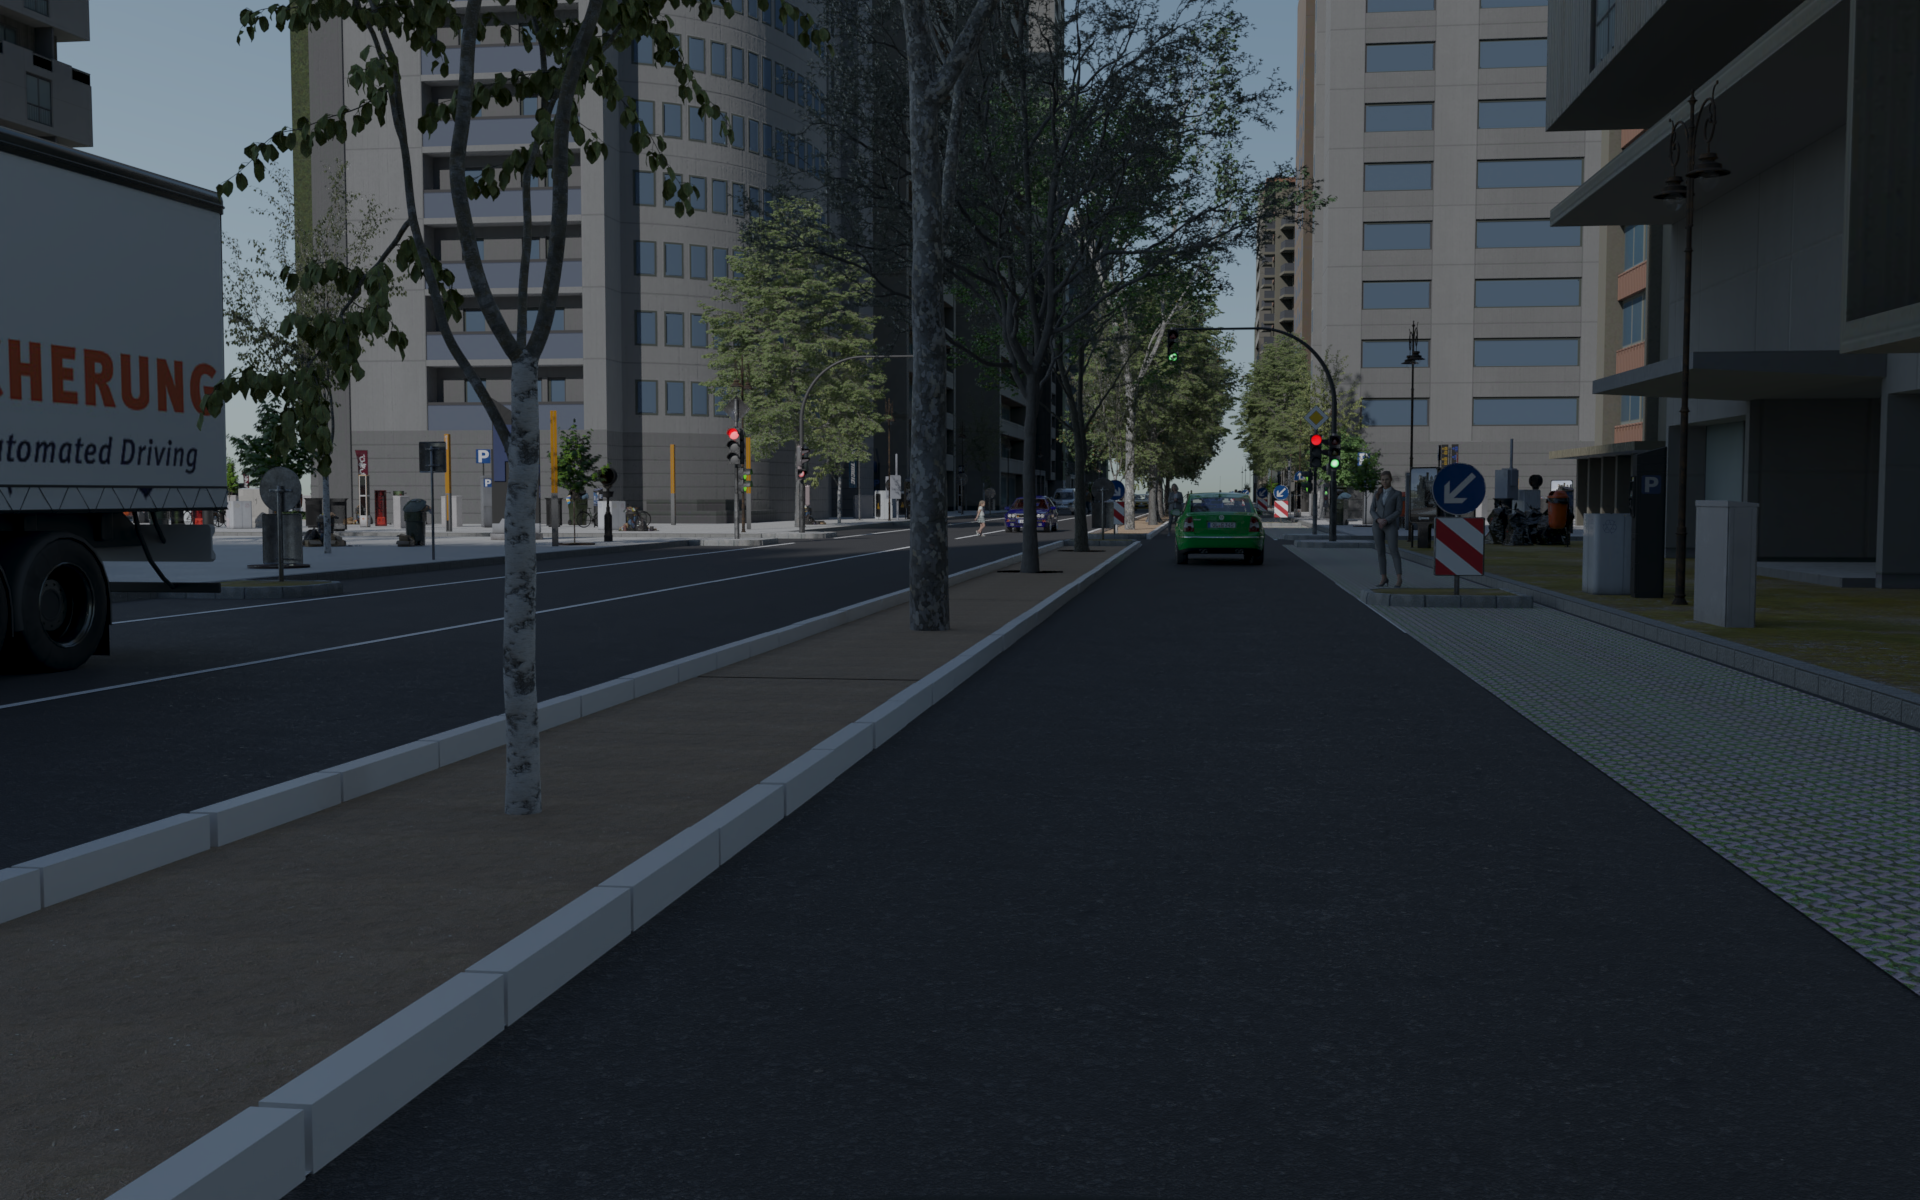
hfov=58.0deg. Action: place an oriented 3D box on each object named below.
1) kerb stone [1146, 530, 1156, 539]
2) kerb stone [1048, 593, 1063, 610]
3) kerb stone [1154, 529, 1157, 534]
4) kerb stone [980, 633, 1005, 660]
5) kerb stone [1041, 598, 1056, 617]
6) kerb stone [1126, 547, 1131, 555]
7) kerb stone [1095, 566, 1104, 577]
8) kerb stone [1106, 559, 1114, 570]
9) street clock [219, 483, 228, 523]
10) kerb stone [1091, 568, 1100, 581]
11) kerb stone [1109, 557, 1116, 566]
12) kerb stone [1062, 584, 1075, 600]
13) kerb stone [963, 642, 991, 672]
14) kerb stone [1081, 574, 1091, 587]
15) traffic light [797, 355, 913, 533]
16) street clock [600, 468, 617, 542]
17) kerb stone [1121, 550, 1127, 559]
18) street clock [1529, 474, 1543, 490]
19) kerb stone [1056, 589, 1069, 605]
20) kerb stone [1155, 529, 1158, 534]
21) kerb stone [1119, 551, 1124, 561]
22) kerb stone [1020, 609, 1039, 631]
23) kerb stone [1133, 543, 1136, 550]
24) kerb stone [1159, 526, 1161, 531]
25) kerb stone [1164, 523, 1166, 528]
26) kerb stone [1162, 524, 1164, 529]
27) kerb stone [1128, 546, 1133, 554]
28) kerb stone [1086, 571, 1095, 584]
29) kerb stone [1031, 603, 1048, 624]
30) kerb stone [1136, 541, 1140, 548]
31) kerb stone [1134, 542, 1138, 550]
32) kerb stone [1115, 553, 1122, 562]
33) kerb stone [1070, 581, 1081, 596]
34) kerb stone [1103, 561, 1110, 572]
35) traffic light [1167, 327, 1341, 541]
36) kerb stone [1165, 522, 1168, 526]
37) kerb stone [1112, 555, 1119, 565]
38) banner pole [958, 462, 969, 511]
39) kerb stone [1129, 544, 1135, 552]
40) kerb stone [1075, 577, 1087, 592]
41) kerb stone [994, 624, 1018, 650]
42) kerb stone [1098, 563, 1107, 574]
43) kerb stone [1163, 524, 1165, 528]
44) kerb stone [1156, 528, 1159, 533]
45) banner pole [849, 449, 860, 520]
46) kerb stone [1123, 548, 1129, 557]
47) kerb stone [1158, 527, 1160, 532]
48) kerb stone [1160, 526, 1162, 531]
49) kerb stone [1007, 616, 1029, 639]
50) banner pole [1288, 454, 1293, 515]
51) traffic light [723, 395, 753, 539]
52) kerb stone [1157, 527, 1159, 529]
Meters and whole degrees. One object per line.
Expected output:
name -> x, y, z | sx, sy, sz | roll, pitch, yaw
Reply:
kerb stone -> 6.326, -2.151, 57.411 | 0.120, 0.150, 1.000 | 1, 4, 8
kerb stone -> 1.134, 0.051, 21.379 | 0.120, 0.150, 1.000 | 1, 4, 8
kerb stone -> 6.477, -2.216, 58.429 | 0.120, 0.150, 1.000 | 1, 4, 8
kerb stone -> 0.257, 0.427, 15.302 | 0.120, 0.150, 1.000 | 1, 4, 8
kerb stone -> 0.994, 0.112, 20.362 | 0.120, 0.150, 1.000 | 1, 4, 8
kerb stone -> 3.773, -1.068, 39.658 | 0.120, 0.150, 1.000 | 1, 4, 8
kerb stone -> 2.311, -0.439, 29.496 | 0.120, 0.150, 1.000 | 1, 4, 8
kerb stone -> 2.750, -0.627, 32.549 | 0.120, 0.150, 1.000 | 1, 4, 8
street clock -> -32.682, -4.410, 76.666 | 0.471, 2.002, 0.358 | -3, 4, -39
kerb stone -> 2.164, -0.380, 28.482 | 0.120, 0.150, 1.000 | 1, 4, 8
kerb stone -> 2.892, -0.694, 33.565 | 0.120, 0.150, 1.000 | 1, 4, 8
kerb stone -> 1.423, -0.074, 23.412 | 0.120, 0.150, 1.000 | 1, 4, 8
kerb stone -> 0.116, 0.487, 14.285 | 0.120, 0.150, 1.000 | 1, 4, 8
kerb stone -> 1.868, -0.259, 26.454 | 0.120, 0.150, 1.000 | 1, 4, 8
traffic light -> -3.124, -5.032, 56.935 | 4.771, 5.953, 1.251 | 1, 4, 8
street clock -> -9.483, -2.574, 46.657 | 0.471, 2.002, 0.358 | 1, 4, 9
kerb stone -> 3.490, -0.944, 37.629 | 0.120, 0.150, 1.000 | 1, 4, 8
street clock -> 21.272, -3.637, 64.028 | 0.358, 2.002, 0.471 | -2, 4, -34
kerb stone -> 1.280, -0.010, 22.391 | 0.120, 0.150, 1.000 | 1, 4, 8
kerb stone -> 6.623, -2.278, 59.445 | 0.120, 0.150, 1.000 | 1, 4, 8
kerb stone -> 3.327, -0.882, 36.610 | 0.120, 0.150, 1.000 | 1, 4, 8
kerb stone -> 0.699, 0.236, 18.337 | 0.120, 0.150, 1.000 | 1, 4, 8
kerb stone -> 4.209, -1.255, 42.713 | 0.120, 0.150, 1.000 | 1, 4, 8
kerb stone -> 7.204, -2.526, 63.494 | 0.120, 0.150, 1.000 | 1, 4, 8
kerb stone -> 8.237, -2.961, 70.607 | 0.120, 0.150, 1.000 | 1, 4, 8
kerb stone -> 7.791, -2.773, 67.554 | 0.120, 0.150, 1.000 | 1, 4, 8
kerb stone -> 3.918, -1.130, 40.674 | 0.120, 0.150, 1.000 | 1, 4, 8
kerb stone -> 2.013, -0.321, 27.468 | 0.120, 0.150, 1.000 | 1, 4, 8
kerb stone -> 0.852, 0.174, 19.349 | 0.120, 0.150, 1.000 | 1, 4, 8
kerb stone -> 4.510, -1.379, 44.741 | 0.120, 0.150, 1.000 | 1, 4, 8
kerb stone -> 4.359, -1.317, 43.730 | 0.120, 0.150, 1.000 | 1, 4, 8
kerb stone -> 3.184, -0.819, 35.592 | 0.120, 0.150, 1.000 | 1, 4, 8
kerb stone -> 1.572, -0.136, 24.423 | 0.120, 0.150, 1.000 | 1, 4, 8
kerb stone -> 2.600, -0.571, 31.537 | 0.120, 0.150, 1.000 | 1, 4, 8
traffic light -> 8.015, -4.430, 47.106 | 4.771, 5.953, 1.251 | 1, 4, 8
kerb stone -> 8.532, -3.085, 72.629 | 0.120, 0.150, 1.000 | 1, 4, 8
kerb stone -> 3.036, -0.755, 34.578 | 0.120, 0.150, 1.000 | 1, 4, 8
banner pole -> 0.247, -8.700, 132.268 | 0.863, 3.779, 0.401 | 1, 4, 17
kerb stone -> 4.067, -1.192, 41.691 | 0.120, 0.150, 1.000 | 1, 4, 8
kerb stone -> 1.732, -0.196, 25.436 | 0.120, 0.150, 1.000 | 1, 4, 8
kerb stone -> 0.411, 0.360, 16.312 | 0.120, 0.150, 1.000 | 1, 4, 8
kerb stone -> 2.457, -0.506, 30.520 | 0.120, 0.150, 1.000 | 1, 4, 8
kerb stone -> 7.949, -2.836, 68.567 | 0.120, 0.150, 1.000 | 1, 4, 8
kerb stone -> 6.775, -2.340, 60.456 | 0.120, 0.150, 1.000 | 1, 4, 8
banner pole -> -5.086, -5.769, 84.348 | 0.863, 3.779, 0.401 | -3, 5, -40
kerb stone -> 3.624, -1.006, 38.647 | 0.120, 0.150, 1.000 | 1, 4, 8
kerb stone -> 7.059, -2.464, 62.483 | 0.120, 0.150, 1.000 | 1, 4, 8
kerb stone -> 7.358, -2.588, 64.511 | 0.120, 0.150, 1.000 | 1, 4, 8
kerb stone -> 0.550, 0.298, 17.325 | 0.120, 0.150, 1.000 | 1, 4, 8
banner pole -> 20.676, -7.257, 108.672 | 0.401, 3.779, 0.863 | 0, 4, -4
traffic light -> -6.346, -3.693, 49.295 | 0.839, 4.253, 0.868 | 1, 4, 8
kerb stone -> 6.916, -2.401, 61.469 | 0.120, 0.150, 1.000 | 1, 4, 8
